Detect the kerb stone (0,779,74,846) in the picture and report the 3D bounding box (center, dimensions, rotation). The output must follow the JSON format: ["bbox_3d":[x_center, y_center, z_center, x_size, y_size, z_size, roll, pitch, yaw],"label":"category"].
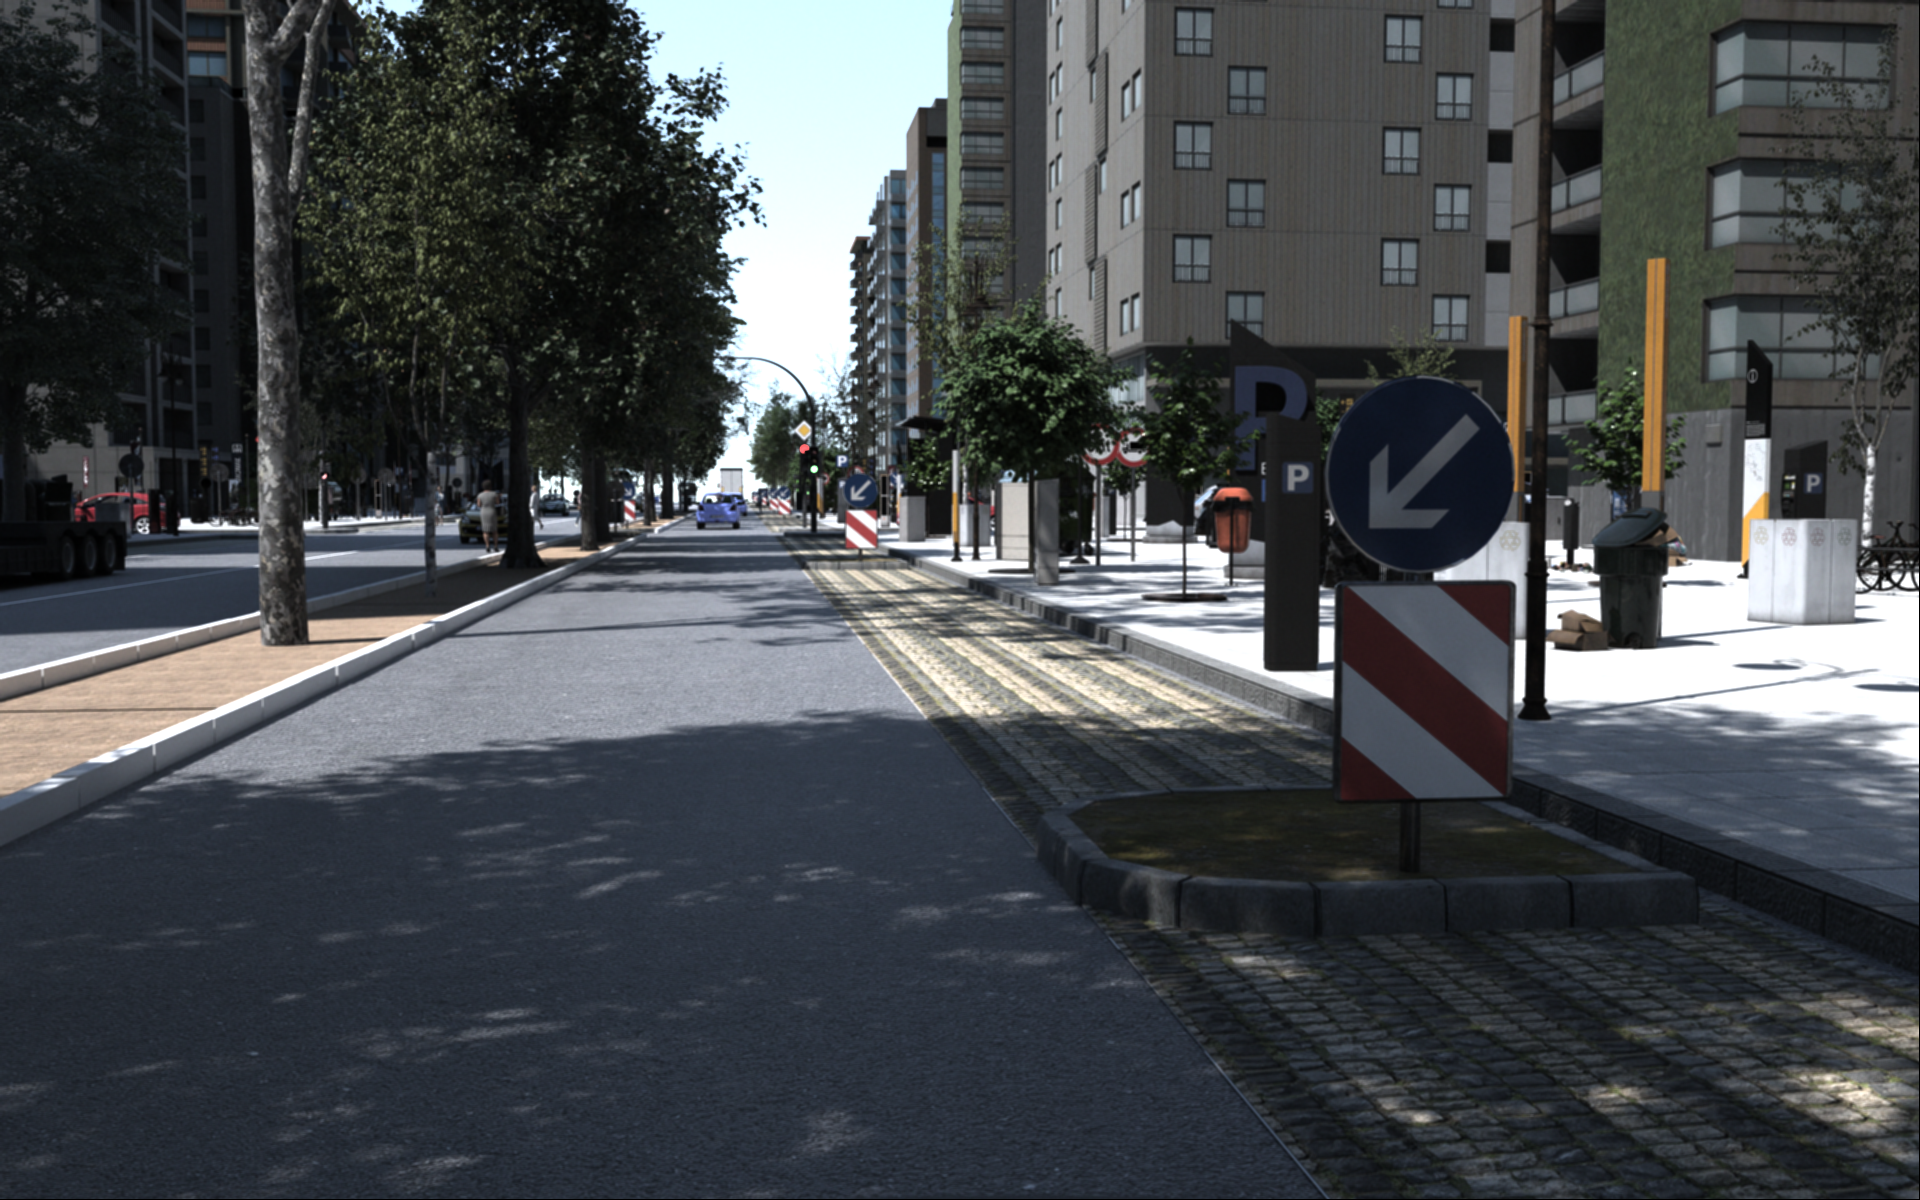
[{"bbox_3d":[-4.005,0.912,7.373,0.120,0.150,1.000,0,4,-7],"label":"kerb stone"}]

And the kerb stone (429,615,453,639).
[{"bbox_3d":[-5.297,0.286,17.526,0.120,0.150,1.000,0,4,-7],"label":"kerb stone"}]

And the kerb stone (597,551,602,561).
[{"bbox_3d":[-7.782,-0.897,36.853,0.120,0.150,1.000,0,4,-7],"label":"kerb stone"}]

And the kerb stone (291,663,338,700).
[{"bbox_3d":[-4.663,0.598,12.443,0.120,0.150,1.000,0,4,-7],"label":"kerb stone"}]

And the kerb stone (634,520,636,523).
[{"bbox_3d":[-15.888,-3.772,83.871,0.120,0.150,1.000,0,4,-7],"label":"kerb stone"}]

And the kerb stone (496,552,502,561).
[{"bbox_3d":[-9.863,-0.883,36.634,0.120,0.150,1.000,0,4,-7],"label":"kerb stone"}]

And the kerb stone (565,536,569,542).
[{"bbox_3d":[-11.676,-1.742,50.861,0.120,0.150,1.000,0,4,-7],"label":"kerb stone"}]

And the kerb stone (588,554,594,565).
[{"bbox_3d":[-7.517,-0.772,34.821,0.120,0.150,1.000,0,4,-7],"label":"kerb stone"}]

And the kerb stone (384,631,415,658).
[{"bbox_3d":[-5.056,0.415,15.494,0.120,0.150,1.000,0,4,-7],"label":"kerb stone"}]

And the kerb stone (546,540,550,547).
[{"bbox_3d":[-11.033,-1.442,45.785,0.120,0.150,1.000,0,4,-7],"label":"kerb stone"}]

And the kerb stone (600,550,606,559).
[{"bbox_3d":[-7.901,-0.956,37.885,0.120,0.150,1.000,0,4,-7],"label":"kerb stone"}]

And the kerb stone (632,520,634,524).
[{"bbox_3d":[-15.629,-3.648,81.844,0.120,0.150,1.000,0,4,-7],"label":"kerb stone"}]

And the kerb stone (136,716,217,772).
[{"bbox_3d":[-4.264,0.782,9.402,0.120,0.150,1.000,0,4,-7],"label":"kerb stone"}]

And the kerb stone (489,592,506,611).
[{"bbox_3d":[-5.819,0.037,21.587,0.120,0.150,1.000,0,4,-7],"label":"kerb stone"}]

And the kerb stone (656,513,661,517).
[{"bbox_3d":[-19.656,-5.579,113.415,0.120,0.150,1.000,0,4,-7],"label":"kerb stone"}]

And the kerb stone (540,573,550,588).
[{"bbox_3d":[-6.474,-0.274,26.680,0.120,0.150,1.000,0,4,-7],"label":"kerb stone"}]

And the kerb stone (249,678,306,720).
[{"bbox_3d":[-4.525,0.660,11.430,0.120,0.150,1.000,0,4,-7],"label":"kerb stone"}]

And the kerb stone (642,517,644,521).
[{"bbox_3d":[-16.661,-4.146,89.986,0.120,0.150,1.000,0,4,-7],"label":"kerb stone"}]

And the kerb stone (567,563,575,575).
[{"bbox_3d":[-6.992,-0.523,30.752,0.120,0.150,1.000,0,4,-7],"label":"kerb stone"}]

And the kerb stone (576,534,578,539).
[{"bbox_3d":[-12.066,-1.940,53.907,0.120,0.150,1.000,0,4,-7],"label":"kerb stone"}]

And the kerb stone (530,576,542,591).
[{"bbox_3d":[-6.347,-0.212,25.654,0.120,0.150,1.000,0,4,-7],"label":"kerb stone"}]

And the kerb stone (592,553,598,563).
[{"bbox_3d":[-7.642,-0.830,35.841,0.120,0.150,1.000,0,4,-7],"label":"kerb stone"}]

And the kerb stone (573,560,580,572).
[{"bbox_3d":[-7.124,-0.585,31.765,0.120,0.150,1.000,0,4,-7],"label":"kerb stone"}]

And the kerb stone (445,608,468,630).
[{"bbox_3d":[-5.431,0.224,18.540,0.120,0.150,1.000,0,4,-7],"label":"kerb stone"}]

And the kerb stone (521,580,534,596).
[{"bbox_3d":[-6.214,-0.149,24.632,0.120,0.150,1.000,0,4,-7],"label":"kerb stone"}]

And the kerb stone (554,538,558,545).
[{"bbox_3d":[-11.291,-1.567,47.815,0.120,0.150,1.000,0,4,-7],"label":"kerb stone"}]

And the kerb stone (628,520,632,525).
[{"bbox_3d":[-15.500,-3.580,80.830,0.120,0.150,1.000,0,4,-7],"label":"kerb stone"}]

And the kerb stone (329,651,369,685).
[{"bbox_3d":[-4.782,0.534,13.465,0.120,0.150,1.000,0,4,-7],"label":"kerb stone"}]

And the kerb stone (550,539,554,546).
[{"bbox_3d":[-11.153,-1.505,46.802,0.120,0.150,1.000,0,4,-7],"label":"kerb stone"}]

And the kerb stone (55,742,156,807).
[{"bbox_3d":[-4.137,0.845,8.387,0.120,0.150,1.000,0,4,-7],"label":"kerb stone"}]

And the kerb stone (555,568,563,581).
[{"bbox_3d":[-6.733,-0.398,28.711,0.120,0.150,1.000,0,4,-7],"label":"kerb stone"}]

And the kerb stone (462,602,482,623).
[{"bbox_3d":[-5.567,0.162,19.559,0.120,0.150,1.000,0,4,-7],"label":"kerb stone"}]

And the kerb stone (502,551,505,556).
[{"bbox_3d":[-9.989,-0.945,37.654,0.120,0.150,1.000,0,4,-7],"label":"kerb stone"}]

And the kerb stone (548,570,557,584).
[{"bbox_3d":[-6.606,-0.336,27.693,0.120,0.150,1.000,0,4,-7],"label":"kerb stone"}]

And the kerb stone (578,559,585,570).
[{"bbox_3d":[-7.252,-0.643,32.788,0.120,0.150,1.000,0,4,-7],"label":"kerb stone"}]

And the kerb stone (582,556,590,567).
[{"bbox_3d":[-7.381,-0.709,33.802,0.120,0.150,1.000,0,4,-7],"label":"kerb stone"}]

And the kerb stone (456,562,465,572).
[{"bbox_3d":[-9.213,-0.569,31.554,0.120,0.150,1.000,0,4,-7],"label":"kerb stone"}]

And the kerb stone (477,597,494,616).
[{"bbox_3d":[-5.695,0.099,20.573,0.120,0.150,1.000,0,4,-7],"label":"kerb stone"}]

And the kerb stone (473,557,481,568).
[{"bbox_3d":[-9.471,-0.697,33.589,0.120,0.150,1.000,0,4,-7],"label":"kerb stone"}]

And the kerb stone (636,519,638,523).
[{"bbox_3d":[-16.019,-3.835,84.892,0.120,0.150,1.000,0,4,-7],"label":"kerb stone"}]

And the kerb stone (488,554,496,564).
[{"bbox_3d":[-9.735,-0.821,35.617,0.120,0.150,1.000,0,4,-7],"label":"kerb stone"}]

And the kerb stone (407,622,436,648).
[{"bbox_3d":[-5.170,0.349,16.512,0.120,0.150,1.000,0,4,-7],"label":"kerb stone"}]

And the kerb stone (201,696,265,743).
[{"bbox_3d":[-4.394,0.724,10.416,0.120,0.150,1.000,0,4,-7],"label":"kerb stone"}]

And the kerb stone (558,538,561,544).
[{"bbox_3d":[-11.421,-1.628,48.829,0.120,0.150,1.000,0,4,-7],"label":"kerb stone"}]

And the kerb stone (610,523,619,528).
[{"bbox_3d":[-14.334,-3.022,71.688,0.120,0.150,1.000,0,4,-7],"label":"kerb stone"}]

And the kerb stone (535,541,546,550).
[{"bbox_3d":[-10.894,-1.381,44.770,0.120,0.150,1.000,0,4,-7],"label":"kerb stone"}]

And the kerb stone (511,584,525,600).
[{"bbox_3d":[-6.085,-0.087,23.616,0.120,0.150,1.000,0,4,-7],"label":"kerb stone"}]

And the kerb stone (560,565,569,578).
[{"bbox_3d":[-6.862,-0.457,29.732,0.120,0.150,1.000,0,4,-7],"label":"kerb stone"}]

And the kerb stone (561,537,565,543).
[{"bbox_3d":[-11.548,-1.689,49.846,0.120,0.150,1.000,0,4,-7],"label":"kerb stone"}]

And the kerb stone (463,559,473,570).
[{"bbox_3d":[-9.339,-0.635,32.576,0.120,0.150,1.000,0,4,-7],"label":"kerb stone"}]

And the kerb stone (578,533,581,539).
[{"bbox_3d":[-12.192,-2.000,54.922,0.120,0.150,1.000,0,4,-7],"label":"kerb stone"}]

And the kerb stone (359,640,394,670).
[{"bbox_3d":[-4.916,0.477,14.481,0.120,0.150,1.000,0,4,-7],"label":"kerb stone"}]

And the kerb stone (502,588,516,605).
[{"bbox_3d":[-5.956,-0.022,22.601,0.120,0.150,1.000,0,4,-7],"label":"kerb stone"}]

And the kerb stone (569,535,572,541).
[{"bbox_3d":[-11.808,-1.815,51.877,0.120,0.150,1.000,0,4,-7],"label":"kerb stone"}]

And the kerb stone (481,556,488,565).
[{"bbox_3d":[-9.610,-0.754,34.602,0.120,0.150,1.000,0,4,-7],"label":"kerb stone"}]

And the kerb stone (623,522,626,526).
[{"bbox_3d":[-14.979,-3.335,76.762,0.120,0.150,1.000,0,4,-7],"label":"kerb stone"}]

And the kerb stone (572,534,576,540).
[{"bbox_3d":[-11.927,-1.877,52.892,0.120,0.150,1.000,0,4,-7],"label":"kerb stone"}]
